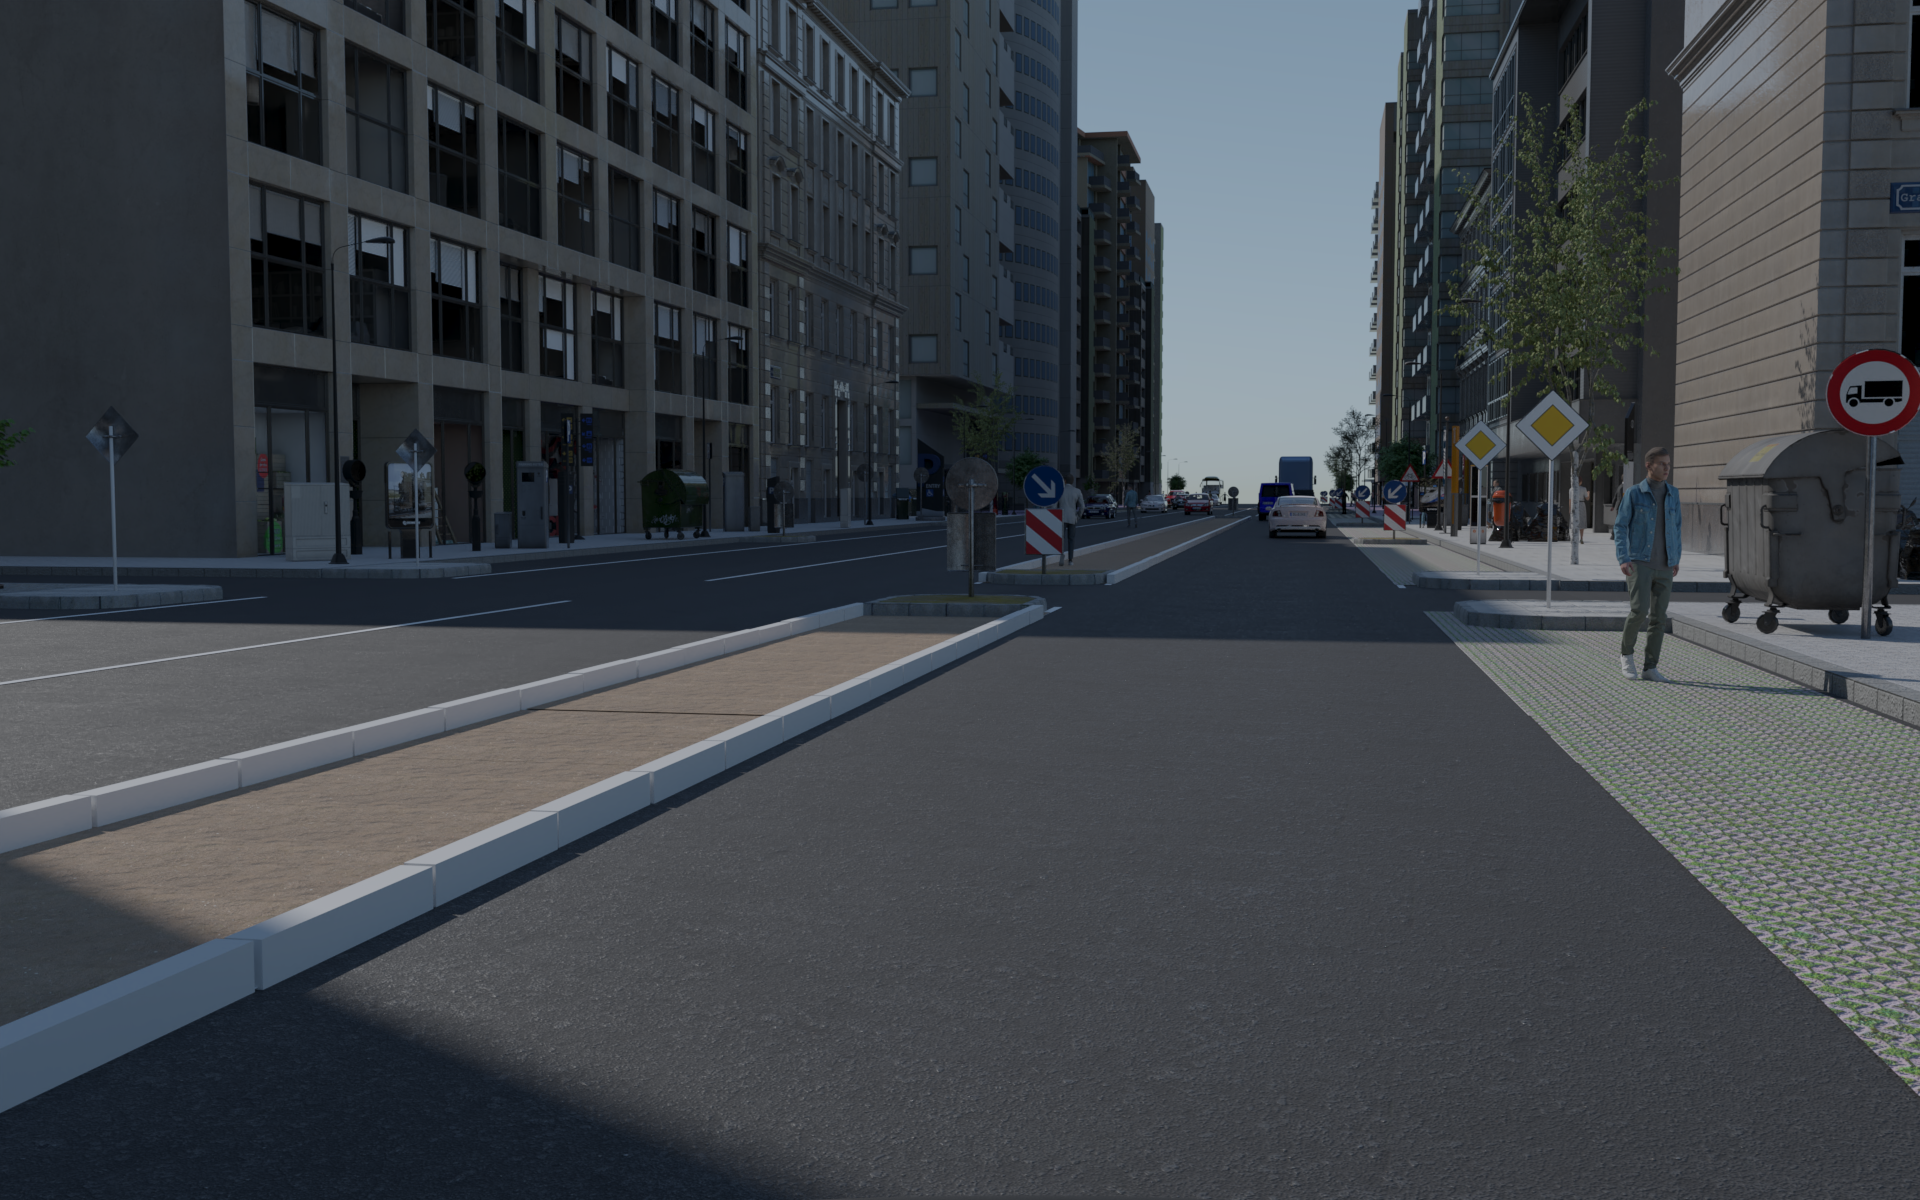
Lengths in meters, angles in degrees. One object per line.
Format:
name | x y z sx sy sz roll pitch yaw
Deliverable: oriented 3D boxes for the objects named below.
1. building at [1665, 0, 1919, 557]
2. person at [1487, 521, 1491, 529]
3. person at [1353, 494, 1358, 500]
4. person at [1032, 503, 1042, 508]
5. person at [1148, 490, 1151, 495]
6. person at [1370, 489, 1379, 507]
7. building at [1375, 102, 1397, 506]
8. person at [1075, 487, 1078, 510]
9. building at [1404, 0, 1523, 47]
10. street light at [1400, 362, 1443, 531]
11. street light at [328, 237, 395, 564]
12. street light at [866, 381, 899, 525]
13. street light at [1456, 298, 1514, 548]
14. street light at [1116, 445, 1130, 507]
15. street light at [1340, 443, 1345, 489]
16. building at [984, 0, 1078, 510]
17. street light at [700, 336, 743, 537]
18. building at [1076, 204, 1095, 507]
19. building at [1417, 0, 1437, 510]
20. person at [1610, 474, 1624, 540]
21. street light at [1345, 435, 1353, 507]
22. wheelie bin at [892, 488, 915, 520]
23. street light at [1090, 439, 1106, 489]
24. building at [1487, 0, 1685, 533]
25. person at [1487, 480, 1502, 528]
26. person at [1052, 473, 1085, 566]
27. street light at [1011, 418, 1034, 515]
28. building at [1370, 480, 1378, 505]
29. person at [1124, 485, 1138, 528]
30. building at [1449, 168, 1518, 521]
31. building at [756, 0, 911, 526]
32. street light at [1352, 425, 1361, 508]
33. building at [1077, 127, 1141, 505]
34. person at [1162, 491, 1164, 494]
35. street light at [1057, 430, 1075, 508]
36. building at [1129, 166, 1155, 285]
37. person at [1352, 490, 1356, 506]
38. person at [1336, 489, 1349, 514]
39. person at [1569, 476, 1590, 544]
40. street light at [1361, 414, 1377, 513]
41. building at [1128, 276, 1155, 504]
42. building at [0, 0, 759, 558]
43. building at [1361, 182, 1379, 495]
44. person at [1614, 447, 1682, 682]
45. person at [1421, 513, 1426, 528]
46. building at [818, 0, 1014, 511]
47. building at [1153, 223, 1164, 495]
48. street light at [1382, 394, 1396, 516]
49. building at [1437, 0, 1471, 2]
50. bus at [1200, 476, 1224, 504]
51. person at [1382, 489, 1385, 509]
building | 27.415 -14.348 31.847 25.104 27.353 12.463 1 4 11
person | 19.098 -3.506 63.468 0.778 1.811 0.616 2 4 35
person | 44.002 -11.313 191.955 0.756 1.711 0.436 1 4 19
person | 3.824 -4.736 86.768 0.563 1.720 0.643 3 4 37
person | 21.809 -11.826 200.078 0.721 1.739 1.217 2 4 24
person | 39.856 -9.798 166.943 1.217 1.736 0.721 1 4 18
building | 53.855 -33.203 192.980 14.600 45.320 14.200 1 4 11
person | 9.343 -8.230 140.539 0.705 1.831 1.348 -3 5 -40
building | 45.009 -28.462 148.941 14.154 41.232 14.086 1 4 11
street light | 16.294 -5.398 60.801 1.470 5.913 1.316 1 4 11
street light | -10.873 -3.606 31.504 1.470 5.913 1.316 1 4 11
street light | -3.191 -6.026 71.074 1.470 5.913 1.316 1 4 11
street light | 12.476 -4.198 41.180 1.470 5.913 1.316 1 4 11
street light | 15.551 -11.799 165.449 1.470 5.913 1.316 1 4 11
street light | 35.131 -11.210 155.819 1.470 5.913 1.316 1 4 11
building | -2.244 -37.032 147.471 21.231 58.520 28.212 1 4 11
street light | -7.046 -4.806 51.124 1.470 5.913 1.316 1 4 11
building | 5.327 -24.289 168.822 14.160 30.474 14.107 1 4 11
building | 45.074 -30.974 126.030 23.786 49.044 30.456 1 4 11
person | 18.168 -2.539 47.329 0.755 1.850 0.659 1 4 18
street light | 31.159 -9.978 135.682 1.470 5.913 1.316 1 4 11
wheelie bin | -2.945 -4.854 87.277 0.980 1.594 0.693 0 4 -8
street light | 11.532 -10.563 145.248 1.470 5.913 1.316 1 4 11
building | 28.237 -14.964 63.720 14.314 24.678 30.058 1 4 11
person | 19.947 -3.574 64.574 0.767 1.812 0.694 0 4 -2
person | 2.149 -1.595 34.427 0.661 1.843 0.795 0 4 1
street light | 3.840 -8.160 105.962 1.470 5.913 1.316 1 4 11
building | 66.911 -31.713 210.393 32.217 40.220 23.993 1 4 11
person | 7.346 -4.033 74.301 0.638 1.841 0.748 -1 4 -10
building | 31.161 -13.695 88.539 10.561 19.102 19.286 1 4 11
building | -11.034 -17.358 81.061 12.463 27.353 25.104 1 4 11
street light | 27.142 -8.753 115.645 1.470 5.913 1.316 1 4 11
building | 9.723 -33.756 206.528 22.147 44.769 28.867 1 4 11
person | 28.680 -14.587 245.356 0.721 1.723 1.217 1 4 10
street light | 7.644 -9.361 125.585 1.470 5.913 1.316 1 4 11
building | 19.477 -36.154 241.233 14.600 45.320 14.200 1 4 11
person | 44.069 -11.431 193.722 0.721 1.735 1.217 -1 4 -22
person | 26.824 -6.874 121.034 1.348 1.807 0.705 -3 5 -39
person | 15.881 -2.312 44.406 0.480 1.755 0.524 2 4 24
street light | 24.153 -7.823 100.440 1.470 5.913 1.316 1 4 11
building | 17.897 -27.884 227.597 14.160 30.474 14.107 1 4 11
building | -20.581 -15.158 52.346 19.350 26.468 34.151 1 4 11
building | 67.988 -37.837 238.249 23.786 49.044 30.456 1 4 11
person | 5.242 -0.266 13.189 0.601 1.785 0.444 0 4 -5
person | 17.802 -3.638 65.866 0.623 1.781 0.721 0 4 7
building | -11.207 -32.516 120.871 28.713 52.752 27.495 1 4 11
building | 22.298 -34.960 255.191 14.154 41.232 14.086 1 4 11
street light | 20.289 -6.596 80.387 1.470 5.913 1.316 1 4 11
building | 35.955 -25.786 105.201 14.154 41.232 14.086 1 4 11
bus | 35.224 -15.284 241.446 2.896 3.916 12.252 1 4 11
person | 35.898 -8.544 146.459 0.721 1.735 1.217 1 4 21
